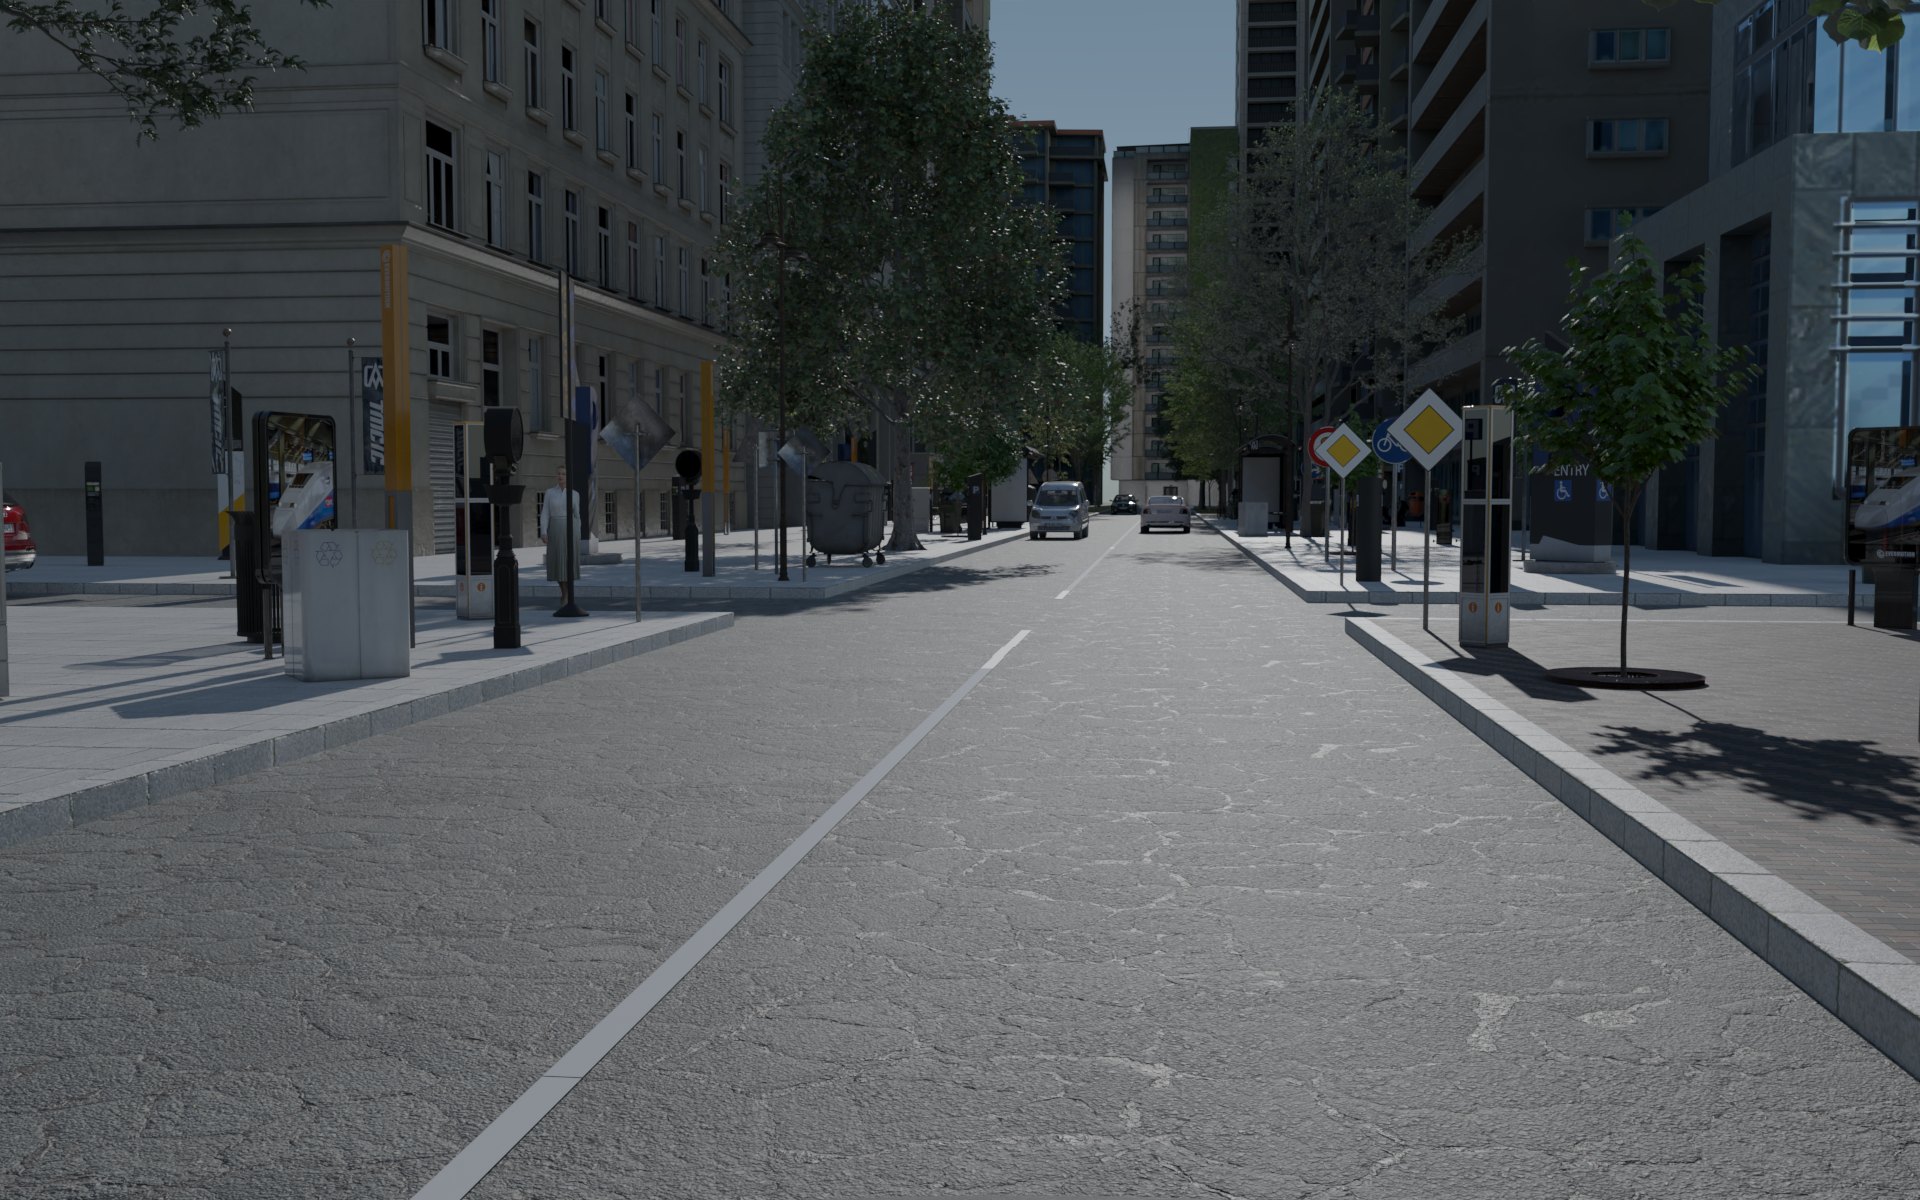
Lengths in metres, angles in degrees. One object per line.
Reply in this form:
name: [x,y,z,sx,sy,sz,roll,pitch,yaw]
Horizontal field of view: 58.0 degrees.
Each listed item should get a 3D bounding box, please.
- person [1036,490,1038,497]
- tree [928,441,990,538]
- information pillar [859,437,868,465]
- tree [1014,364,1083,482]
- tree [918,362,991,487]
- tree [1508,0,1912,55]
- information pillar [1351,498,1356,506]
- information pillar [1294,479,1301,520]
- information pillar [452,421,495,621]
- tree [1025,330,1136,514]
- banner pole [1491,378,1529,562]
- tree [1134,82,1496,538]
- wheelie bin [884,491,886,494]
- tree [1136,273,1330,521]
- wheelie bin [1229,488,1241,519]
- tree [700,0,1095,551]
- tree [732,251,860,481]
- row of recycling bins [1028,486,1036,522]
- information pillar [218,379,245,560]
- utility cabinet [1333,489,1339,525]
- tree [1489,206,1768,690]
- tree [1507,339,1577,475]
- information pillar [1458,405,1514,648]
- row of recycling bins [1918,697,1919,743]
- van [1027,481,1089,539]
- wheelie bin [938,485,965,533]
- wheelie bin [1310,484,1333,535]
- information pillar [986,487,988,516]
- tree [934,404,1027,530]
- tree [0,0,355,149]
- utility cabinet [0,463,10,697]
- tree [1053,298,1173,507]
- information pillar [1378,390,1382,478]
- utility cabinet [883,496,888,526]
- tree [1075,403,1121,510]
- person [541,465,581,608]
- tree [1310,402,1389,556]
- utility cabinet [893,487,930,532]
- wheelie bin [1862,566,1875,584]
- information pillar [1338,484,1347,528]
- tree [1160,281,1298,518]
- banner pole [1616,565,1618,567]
person: [8.163,-10.576,181.517,0.705,1.812,1.348,-1,4,-10]
tree: [-0.186,-3.478,51.462,1.663,3.219,1.824,0,3,0]
information pillar: [-3.465,-4.337,62.267,0.183,3.616,0.504,2,4,32]
tree: [5.137,-8.909,96.026,4.360,8.622,3.978,0,3,0]
tree: [-0.407,-7.960,80.501,4.737,8.622,4.395,0,3,0]
tree: [3.825,-5.863,2.512,9.857,13.997,8.962,0,3,0]
information pillar: [13.333,-4.120,58.709,0.183,3.616,0.504,0,4,3]
information pillar: [16.904,-5.048,87.028,0.304,2.012,0.304,-1,4,-19]
information pillar: [-4.958,-0.806,17.678,0.304,2.012,0.304,-3,5,-40]
tree: [7.465,-11.319,110.826,9.928,11.665,9.643,0,3,0]
banner pole: [10.525,-2.628,32.990,0.863,3.779,0.401,2,4,25]
tree: [10.453,-8.617,51.261,12.009,13.543,11.850,0,3,0]
wheelie bin: [-3.719,-4.218,76.876,0.693,1.594,0.980,-3,5,-41]
tree: [13.686,-9.555,81.980,9.928,11.665,9.643,0,3,0]
wheelie bin: [14.104,-4.889,87.845,0.693,1.594,0.980,3,5,43]
tree: [-1.407,-7.478,39.273,9.611,12.733,9.660,0,3,0]
tree: [-4.393,-6.135,50.674,4.360,8.622,3.978,0,3,0]
row of recycling bins: [3.069,-4.556,81.607,1.069,1.692,3.534,0,4,5]
information pillar: [-14.183,-2.587,33.645,0.504,3.616,0.183,-1,4,-14]
utility cabinet: [15.603,-3.829,71.291,0.318,1.500,1.173,1,4,21]
tree: [4.429,-1.054,11.838,1.663,3.219,1.824,0,3,0]
tree: [12.802,-3.234,36.582,4.285,4.588,4.351,0,3,0]
information pillar: [4.408,-0.613,14.516,0.304,2.012,0.304,-2,4,-33]
row of recycling bins: [5.399,-0.005,7.200,1.069,1.692,3.534,0,4,-6]
van: [3.233,-3.002,56.096,2.013,2.044,4.112,1,4,9]
wheelie bin: [-0.301,-3.009,57.106,0.980,1.594,0.693,2,4,23]
wheelie bin: [11.149,-2.811,53.872,0.980,1.594,0.693,3,4,37]
information pillar: [1.394,-5.827,99.768,0.304,2.012,0.304,3,4,37]
tree: [0.765,-4.867,63.292,4.285,4.588,4.351,0,3,0]
tree: [-6.047,-4.461,7.345,7.601,10.594,8.767,-1,4,-23]
utility cabinet: [-6.477,-0.112,10.511,1.173,1.500,0.318,-3,4,-37]
tree: [14.722,-18.952,165.751,12.611,20.169,13.585,0,3,0]
information pillar: [9.391,-2.902,38.796,0.183,3.616,0.504,1,4,12]
utility cabinet: [-3.345,-3.575,69.605,0.306,1.237,1.020,-3,5,-42]
tree: [10.767,-11.459,137.717,4.737,8.622,4.395,0,3,0]
person: [-5.017,-0.804,21.876,0.478,1.798,0.641,0,4,-1]
tree: [8.186,-2.569,36.597,1.663,3.219,1.824,0,3,0]
utility cabinet: [-1.599,-2.965,57.162,1.173,1.500,0.318,0,4,6]
wheelie bin: [13.227,-1.029,24.737,0.693,1.594,0.980,3,5,45]
information pillar: [14.567,-3.755,65.892,0.304,2.012,0.304,1,4,17]
tree: [14.404,-10.636,92.026,7.486,12.596,7.792,0,3,0]
banner pole: [11.610,-2.469,30.378,0.863,3.779,0.401,3,5,40]
